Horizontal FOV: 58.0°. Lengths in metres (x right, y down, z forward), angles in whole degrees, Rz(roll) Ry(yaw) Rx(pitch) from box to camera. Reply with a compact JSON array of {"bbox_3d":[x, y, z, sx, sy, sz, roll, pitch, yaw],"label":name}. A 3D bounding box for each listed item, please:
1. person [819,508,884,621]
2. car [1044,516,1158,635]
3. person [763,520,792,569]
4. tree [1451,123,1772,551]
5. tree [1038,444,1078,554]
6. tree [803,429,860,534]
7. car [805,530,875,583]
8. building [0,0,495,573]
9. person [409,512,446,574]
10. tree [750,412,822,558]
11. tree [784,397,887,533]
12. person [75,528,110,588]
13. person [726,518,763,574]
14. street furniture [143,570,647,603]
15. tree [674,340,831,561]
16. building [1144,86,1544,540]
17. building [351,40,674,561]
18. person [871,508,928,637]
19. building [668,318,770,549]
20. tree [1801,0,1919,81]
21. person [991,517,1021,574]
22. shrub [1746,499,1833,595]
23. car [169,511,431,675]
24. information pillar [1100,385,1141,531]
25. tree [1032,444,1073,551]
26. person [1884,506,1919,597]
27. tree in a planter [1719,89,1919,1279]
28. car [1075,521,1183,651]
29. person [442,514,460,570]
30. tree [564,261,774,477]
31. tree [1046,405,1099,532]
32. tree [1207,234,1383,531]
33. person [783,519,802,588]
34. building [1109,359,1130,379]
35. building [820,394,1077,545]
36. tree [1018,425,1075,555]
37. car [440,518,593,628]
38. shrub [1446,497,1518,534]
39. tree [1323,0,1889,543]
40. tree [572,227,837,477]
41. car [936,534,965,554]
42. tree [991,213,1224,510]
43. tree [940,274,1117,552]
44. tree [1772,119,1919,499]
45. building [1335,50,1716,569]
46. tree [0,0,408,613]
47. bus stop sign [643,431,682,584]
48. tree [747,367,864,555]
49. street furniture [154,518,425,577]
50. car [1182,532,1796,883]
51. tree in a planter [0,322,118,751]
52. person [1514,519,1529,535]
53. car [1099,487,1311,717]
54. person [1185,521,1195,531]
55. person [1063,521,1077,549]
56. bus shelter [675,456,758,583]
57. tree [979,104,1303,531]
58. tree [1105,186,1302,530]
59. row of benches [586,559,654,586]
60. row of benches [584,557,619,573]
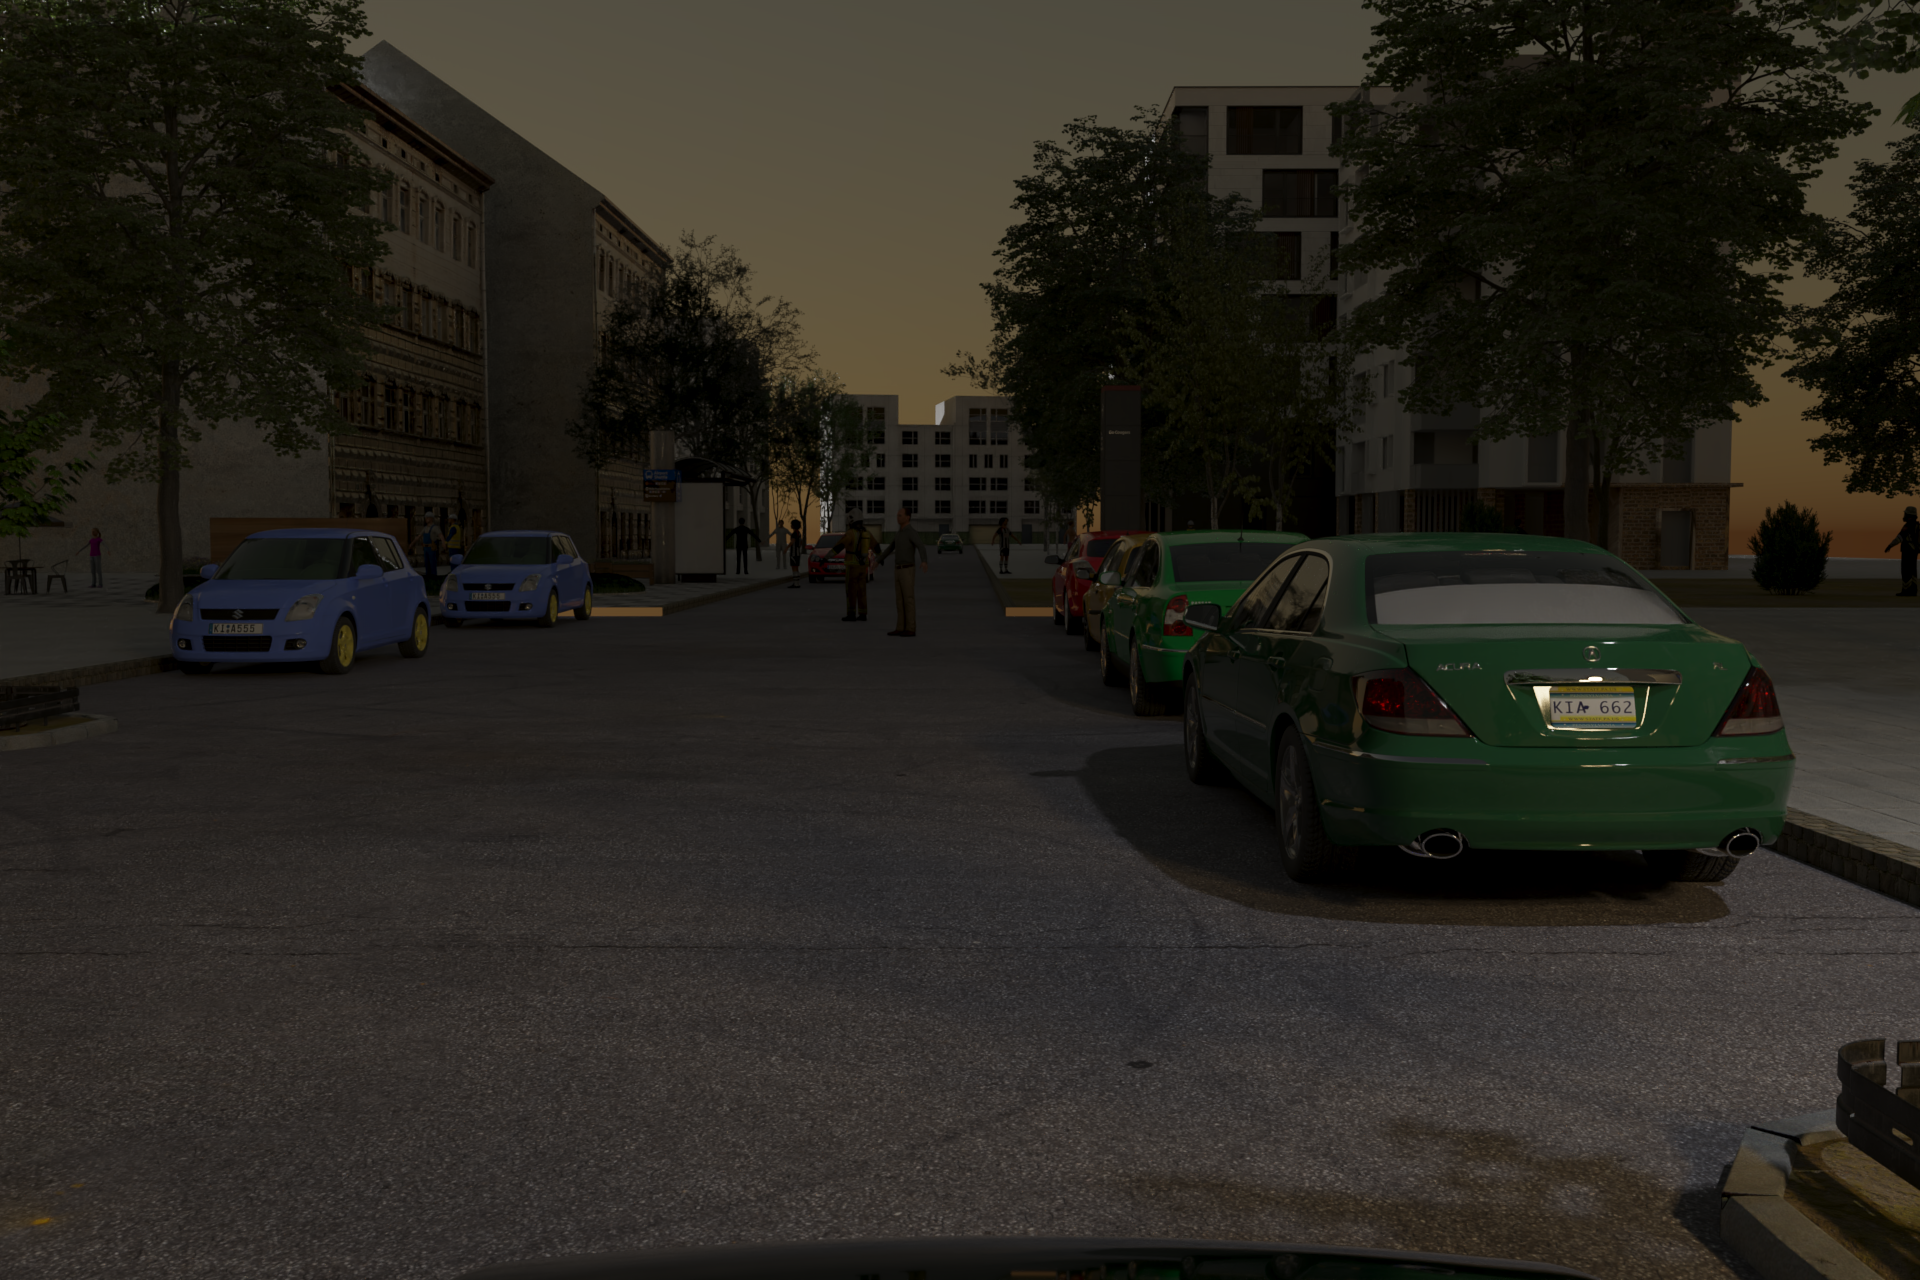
[{"bbox_3d":[-1.728,-1.241,28.524,1.354,1.858,0.705,-3,5,-43],"label":"person"},{"bbox_3d":[2.376,-1.043,26.096,2.155,1.783,4.494,0,4,0],"label":"car"},{"bbox_3d":[-6.520,-3.488,63.215,1.347,1.806,0.705,0,4,-3],"label":"person"},{"bbox_3d":[16.534,-7.252,44.319,9.928,11.665,9.643,0,3,0],"label":"tree"},{"bbox_3d":[6.542,-9.900,112.223,4.737,8.622,4.395,0,3,0],"label":"tree"},{"bbox_3d":[-9.211,-10.370,119.905,4.737,8.622,4.395,0,3,0],"label":"tree"},{"bbox_3d":[-3.544,-2.634,52.108,2.155,1.783,4.494,0,4,0],"label":"car"},{"bbox_3d":[-29.698,-14.336,65.316,19.493,23.208,18.063,0,4,1],"label":"building"},{"bbox_3d":[-13.534,-2.344,44.174,1.347,1.847,0.705,2,4,33],"label":"person"},{"bbox_3d":[-10.150,-8.831,94.756,4.360,8.622,3.978,0,3,0],"label":"tree"},{"bbox_3d":[-9.556,-12.379,128.155,9.928,11.665,9.643,0,3,0],"label":"tree"},{"bbox_3d":[-20.562,-1.948,41.111,0.991,1.433,0.599,1,4,17],"label":"person"},{"bbox_3d":[-6.936,-2.991,55.097,1.347,1.806,0.705,0,4,-7],"label":"person"},{"bbox_3d":[-11.753,-1.274,36.449,10.072,0.657,5.734,-2,4,-30],"label":"street furniture"},{"bbox_3d":[-9.689,-8.997,81.518,7.601,10.594,8.767,3,5,45],"label":"tree"},{"bbox_3d":[23.866,-15.389,95.580,27.936,21.610,32.646,0,4,1],"label":"building"},{"bbox_3d":[-25.528,-15.639,86.632,19.493,23.208,18.063,0,4,0],"label":"building"},{"bbox_3d":[-0.798,-0.952,24.289,0.705,1.796,1.348,-2,4,-35],"label":"person"},{"bbox_3d":[-27.623,-17.769,156.983,16.747,18.905,31.486,0,4,1],"label":"building"},{"bbox_3d":[7.992,-5.605,9.762,7.486,12.596,7.792,0,3,0],"label":"tree"},{"bbox_3d":[1.446,-3.032,55.713,1.345,1.843,0.704,-3,5,-45],"label":"person"},{"bbox_3d":[17.463,-1.960,36.473,1.690,2.028,1.600,0,3,0],"label":"shrub"},{"bbox_3d":[-7.076,-0.561,18.769,1.945,1.707,3.694,0,4,1],"label":"car"},{"bbox_3d":[2.823,-2.516,30.516,0.750,3.857,0.750,0,4,-2],"label":"information pillar"},{"bbox_3d":[6.052,-8.982,97.216,4.737,8.622,4.395,0,3,0],"label":"tree"},{"bbox_3d":[19.535,-1.828,35.671,1.354,1.856,0.705,-2,4,-31],"label":"person"},{"bbox_3d":[2.541,-0.356,3.045,1.991,3.239,1.994,0,4,0],"label":"tree in a planter"},{"bbox_3d":[2.389,-0.604,20.105,2.015,1.641,3.980,0,4,-1],"label":"car"},{"bbox_3d":[-13.922,-2.541,47.517,0.705,1.833,1.349,0,4,-2],"label":"person"},{"bbox_3d":[-9.820,-7.601,58.684,7.601,10.594,8.767,-1,4,-14],"label":"tree"},{"bbox_3d":[5.937,-8.104,82.865,4.737,8.622,4.395,0,3,0],"label":"tree"},{"bbox_3d":[8.285,-5.701,43.568,4.737,8.622,4.395,0,3,0],"label":"tree"},{"bbox_3d":[-4.389,-2.279,45.868,0.704,1.843,1.345,1,4,10],"label":"person"},{"bbox_3d":[23.976,-18.459,168.256,16.747,18.905,31.486,0,3,0],"label":"building"},{"bbox_3d":[-1.912,-21.938,227.606,31.486,18.905,16.747,-1,4,-10],"label":"building"},{"bbox_3d":[5.487,-9.625,107.728,4.360,8.622,3.978,0,3,0],"label":"tree"},{"bbox_3d":[-7.037,-1.103,27.618,1.945,1.707,3.694,0,4,0],"label":"car"},{"bbox_3d":[10.825,-1.964,36.157,1.661,2.075,1.752,0,3,0],"label":"shrub"},{"bbox_3d":[8.873,-6.512,24.599,7.486,12.596,7.792,0,3,0],"label":"tree"},{"bbox_3d":[-10.179,-9.724,69.357,12.009,13.543,11.850,0,3,0],"label":"tree"},{"bbox_3d":[-0.704,-7.001,126.265,2.131,1.459,4.920,0,4,1],"label":"car"},{"bbox_3d":[6.057,-9.994,70.065,9.857,13.997,8.962,0,3,0],"label":"tree"},{"bbox_3d":[4.948,-16.551,126.504,12.611,20.169,13.585,0,3,0],"label":"tree"},{"bbox_3d":[27.902,-8.644,47.988,9.857,13.997,8.962,0,3,0],"label":"tree"},{"bbox_3d":[21.455,-13.309,74.030,16.016,20.090,11.380,0,4,0],"label":"building"},{"bbox_3d":[-12.650,-6.732,28.190,7.486,12.596,7.792,0,3,0],"label":"tree"},{"bbox_3d":[-7.617,-3.386,44.384,0.837,3.901,0.837,0,4,1],"label":"bus stop sign"},{"bbox_3d":[-9.857,-11.188,108.680,9.928,11.665,9.643,0,3,0],"label":"tree"},{"bbox_3d":[-19.655,-2.523,48.103,9.812,1.723,11.010,-1,4,-23],"label":"street furniture"},{"bbox_3d":[2.248,0.198,8.555,2.131,1.459,4.920,0,4,-1],"label":"car"},{"bbox_3d":[-7.125,-0.906,12.033,1.991,3.239,1.994,0,4,0],"label":"tree in a planter"},{"bbox_3d":[17.099,-2.827,52.937,0.721,1.740,1.216,-3,5,-42],"label":"person"},{"bbox_3d":[2.233,-0.378,14.970,1.959,1.807,4.718,0,4,-1],"label":"car"},{"bbox_3d":[8.425,-3.493,63.578,1.216,1.772,0.721,-1,4,-13],"label":"person"},{"bbox_3d":[3.795,-3.126,57.921,0.721,1.733,1.217,-2,4,-29],"label":"person"},{"bbox_3d":[-6.921,-3.305,47.963,2.014,3.302,5.546,0,4,0],"label":"bus shelter"},{"bbox_3d":[5.483,-8.896,52.112,9.857,13.997,8.962,0,3,0],"label":"tree"},{"bbox_3d":[5.301,-5.264,36.425,4.737,8.622,4.395,0,3,0],"label":"tree"},{"bbox_3d":[-9.527,-1.688,43.059,4.104,0.672,1.422,0,4,-6],"label":"row of benches"},{"bbox_3d":[-10.882,-1.873,46.093,4.104,0.672,1.422,-1,4,-17],"label":"row of benches"}]
